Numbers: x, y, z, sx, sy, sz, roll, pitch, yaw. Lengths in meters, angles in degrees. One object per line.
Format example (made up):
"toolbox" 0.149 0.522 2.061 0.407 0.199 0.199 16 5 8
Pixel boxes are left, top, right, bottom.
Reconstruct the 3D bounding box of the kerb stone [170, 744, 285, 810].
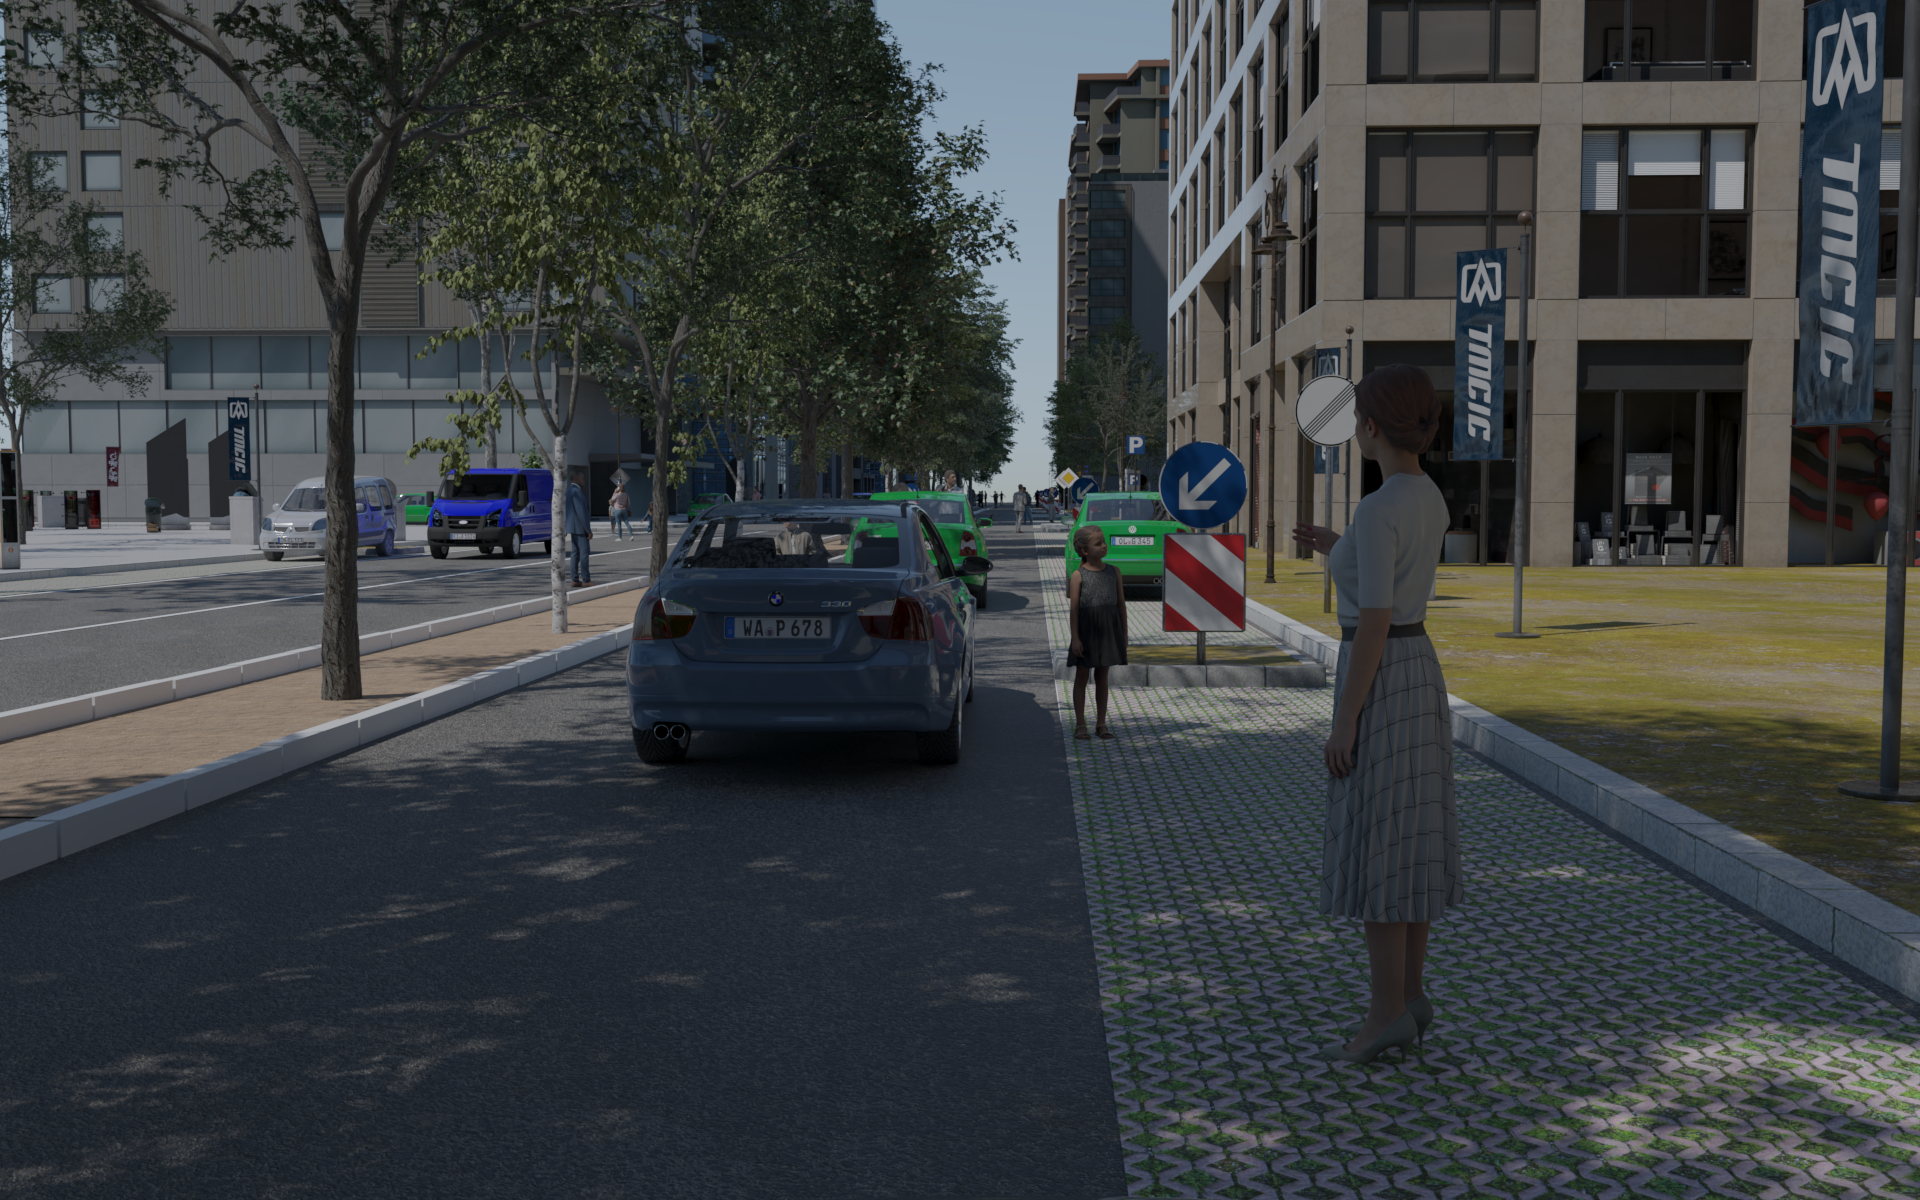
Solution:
"kerb stone" -3.539 0.853 8.345 0.120 0.150 1.000 0 4 2

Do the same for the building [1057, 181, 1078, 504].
"building" 21.293 -36.981 254.750 14.600 45.320 14.200 0 4 2

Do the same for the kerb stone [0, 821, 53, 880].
"kerb stone" -3.623 0.975 6.299 0.120 0.150 1.000 0 4 2

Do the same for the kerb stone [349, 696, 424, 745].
"kerb stone" -3.464 0.727 10.388 0.120 0.150 1.000 0 4 2

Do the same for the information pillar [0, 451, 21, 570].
"information pillar" -16.193 -1.524 29.406 0.304 2.012 0.304 3 5 42

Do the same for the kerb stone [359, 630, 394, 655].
"kerb stone" -5.359 0.406 15.576 0.120 0.150 1.000 0 4 2

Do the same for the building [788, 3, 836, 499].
"building" -23.777 -37.989 163.120 21.231 58.520 28.212 0 4 2

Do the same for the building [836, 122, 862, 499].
"building" -22.407 -34.562 188.782 21.300 48.544 21.600 0 4 2

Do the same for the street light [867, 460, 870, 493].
"street light" -10.159 -13.435 192.448 0.468 5.910 1.993 0 4 2

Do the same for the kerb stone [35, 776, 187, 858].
"kerb stone" -3.581 0.910 7.320 0.120 0.150 1.000 0 4 2

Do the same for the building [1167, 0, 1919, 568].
"building" 16.603 -14.788 46.298 19.350 26.468 34.151 0 4 2

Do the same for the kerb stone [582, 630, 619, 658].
"kerb stone" -3.260 0.409 15.511 0.120 0.150 1.000 0 4 2

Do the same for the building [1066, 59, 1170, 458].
"building" 22.731 -32.077 179.076 22.147 44.769 28.867 0 4 2

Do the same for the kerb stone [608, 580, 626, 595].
"kerb stone" -4.992 -0.160 24.813 0.120 0.150 1.000 0 4 2

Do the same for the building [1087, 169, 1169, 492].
"building" 18.596 -23.635 158.130 14.160 30.474 14.107 0 4 2

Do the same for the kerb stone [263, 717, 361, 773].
"kerb stone" -3.506 0.785 9.366 0.120 0.150 1.000 0 4 2

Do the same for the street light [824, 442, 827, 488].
"street light" -11.665 -10.894 150.907 0.468 5.910 1.993 0 4 2

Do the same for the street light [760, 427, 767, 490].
"street light" -13.047 -8.656 114.313 0.468 5.910 1.993 0 4 2

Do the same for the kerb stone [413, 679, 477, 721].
"kerb stone" -3.420 0.664 11.409 0.120 0.150 1.000 0 4 2

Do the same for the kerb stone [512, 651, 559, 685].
"kerb stone" -3.336 0.534 13.462 0.120 0.150 1.000 0 4 2

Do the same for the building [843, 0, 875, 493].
"building" -20.989 -47.177 209.596 20.563 71.187 20.611 0 4 2

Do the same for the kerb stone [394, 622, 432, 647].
"kerb stone" -5.320 0.350 16.602 0.120 0.150 1.000 0 4 2

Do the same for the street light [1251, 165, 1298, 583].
"street light" 4.467 -3.179 24.759 0.468 5.910 1.993 0 4 2

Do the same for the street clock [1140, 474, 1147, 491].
"street clock" 6.576 -3.586 63.197 0.471 2.002 0.358 -1 4 -17

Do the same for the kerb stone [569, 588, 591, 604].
"kerb stone" -5.070 -0.035 22.770 0.120 0.150 1.000 0 4 2

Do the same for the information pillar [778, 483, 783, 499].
"information pillar" -12.436 -7.059 119.903 0.304 2.012 0.304 -1 4 -11

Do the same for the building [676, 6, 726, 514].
"building" -23.877 -49.681 124.958 22.319 86.520 31.000 0 4 2

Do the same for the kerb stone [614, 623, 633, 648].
"kerb stone" -3.215 0.346 16.537 0.120 0.150 1.000 0 4 2

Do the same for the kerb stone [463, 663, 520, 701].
"kerb stone" -3.383 0.597 12.438 0.120 0.150 1.000 0 4 2

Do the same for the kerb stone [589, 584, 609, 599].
"kerb stone" -5.035 -0.098 23.792 0.120 0.150 1.000 0 4 2

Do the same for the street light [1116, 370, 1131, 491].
"street light" 6.111 -5.637 64.960 0.468 5.910 1.993 0 4 2

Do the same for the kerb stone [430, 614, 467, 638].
"kerb stone" -5.273 0.280 17.634 0.120 0.150 1.000 0 4 2

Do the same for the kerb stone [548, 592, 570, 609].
"kerb stone" -5.117 0.035 21.735 0.120 0.150 1.000 0 4 2

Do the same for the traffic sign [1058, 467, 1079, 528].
"traffic sign" 4.098 -3.780 65.441 0.795 2.450 0.064 0 4 2

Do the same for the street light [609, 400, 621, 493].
"street light" -14.644 -6.213 74.363 0.468 5.910 1.993 0 4 2

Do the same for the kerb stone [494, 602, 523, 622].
"kerb stone" -5.196 0.154 19.678 0.120 0.150 1.000 0 4 2

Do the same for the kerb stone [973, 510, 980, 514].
"kerb stone" 1.266 -6.580 129.772 0.120 0.150 1.000 0 4 2

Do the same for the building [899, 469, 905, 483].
"building" -21.168 -26.626 280.366 27.650 21.520 28.899 0 4 2

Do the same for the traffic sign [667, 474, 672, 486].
"traffic sign" -12.666 -4.310 74.114 0.795 2.450 0.064 0 4 2

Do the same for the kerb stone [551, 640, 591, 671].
"kerb stone" -3.293 0.474 14.489 0.120 0.150 1.000 0 4 2

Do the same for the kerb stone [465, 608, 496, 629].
"kerb stone" -5.239 0.222 18.657 0.120 0.150 1.000 0 4 2

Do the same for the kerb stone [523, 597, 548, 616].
"kerb stone" -5.150 0.093 20.704 0.120 0.150 1.000 0 4 2

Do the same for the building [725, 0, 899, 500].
"building" -19.642 -57.195 247.813 22.319 86.520 31.000 0 4 2

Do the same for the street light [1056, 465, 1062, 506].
"street light" 12.558 -15.351 223.770 0.468 5.910 1.993 0 4 2

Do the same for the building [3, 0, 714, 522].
"building" -28.563 -30.564 88.967 28.713 52.752 27.495 0 4 2

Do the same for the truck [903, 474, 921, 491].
"truck" -4.634 -12.461 193.490 2.967 4.110 18.799 0 4 0

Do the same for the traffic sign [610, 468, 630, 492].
"traffic sign" -12.982 -3.822 66.135 0.795 2.450 0.064 0 4 2

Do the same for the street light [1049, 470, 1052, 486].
"street light" 15.862 -20.479 307.611 0.468 5.910 1.993 0 4 2

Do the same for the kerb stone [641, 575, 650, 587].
"kerb stone" -4.907 -0.285 26.863 0.120 0.150 1.000 0 4 2

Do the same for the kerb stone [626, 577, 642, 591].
"kerb stone" -4.956 -0.220 25.841 0.120 0.150 1.000 0 4 2
